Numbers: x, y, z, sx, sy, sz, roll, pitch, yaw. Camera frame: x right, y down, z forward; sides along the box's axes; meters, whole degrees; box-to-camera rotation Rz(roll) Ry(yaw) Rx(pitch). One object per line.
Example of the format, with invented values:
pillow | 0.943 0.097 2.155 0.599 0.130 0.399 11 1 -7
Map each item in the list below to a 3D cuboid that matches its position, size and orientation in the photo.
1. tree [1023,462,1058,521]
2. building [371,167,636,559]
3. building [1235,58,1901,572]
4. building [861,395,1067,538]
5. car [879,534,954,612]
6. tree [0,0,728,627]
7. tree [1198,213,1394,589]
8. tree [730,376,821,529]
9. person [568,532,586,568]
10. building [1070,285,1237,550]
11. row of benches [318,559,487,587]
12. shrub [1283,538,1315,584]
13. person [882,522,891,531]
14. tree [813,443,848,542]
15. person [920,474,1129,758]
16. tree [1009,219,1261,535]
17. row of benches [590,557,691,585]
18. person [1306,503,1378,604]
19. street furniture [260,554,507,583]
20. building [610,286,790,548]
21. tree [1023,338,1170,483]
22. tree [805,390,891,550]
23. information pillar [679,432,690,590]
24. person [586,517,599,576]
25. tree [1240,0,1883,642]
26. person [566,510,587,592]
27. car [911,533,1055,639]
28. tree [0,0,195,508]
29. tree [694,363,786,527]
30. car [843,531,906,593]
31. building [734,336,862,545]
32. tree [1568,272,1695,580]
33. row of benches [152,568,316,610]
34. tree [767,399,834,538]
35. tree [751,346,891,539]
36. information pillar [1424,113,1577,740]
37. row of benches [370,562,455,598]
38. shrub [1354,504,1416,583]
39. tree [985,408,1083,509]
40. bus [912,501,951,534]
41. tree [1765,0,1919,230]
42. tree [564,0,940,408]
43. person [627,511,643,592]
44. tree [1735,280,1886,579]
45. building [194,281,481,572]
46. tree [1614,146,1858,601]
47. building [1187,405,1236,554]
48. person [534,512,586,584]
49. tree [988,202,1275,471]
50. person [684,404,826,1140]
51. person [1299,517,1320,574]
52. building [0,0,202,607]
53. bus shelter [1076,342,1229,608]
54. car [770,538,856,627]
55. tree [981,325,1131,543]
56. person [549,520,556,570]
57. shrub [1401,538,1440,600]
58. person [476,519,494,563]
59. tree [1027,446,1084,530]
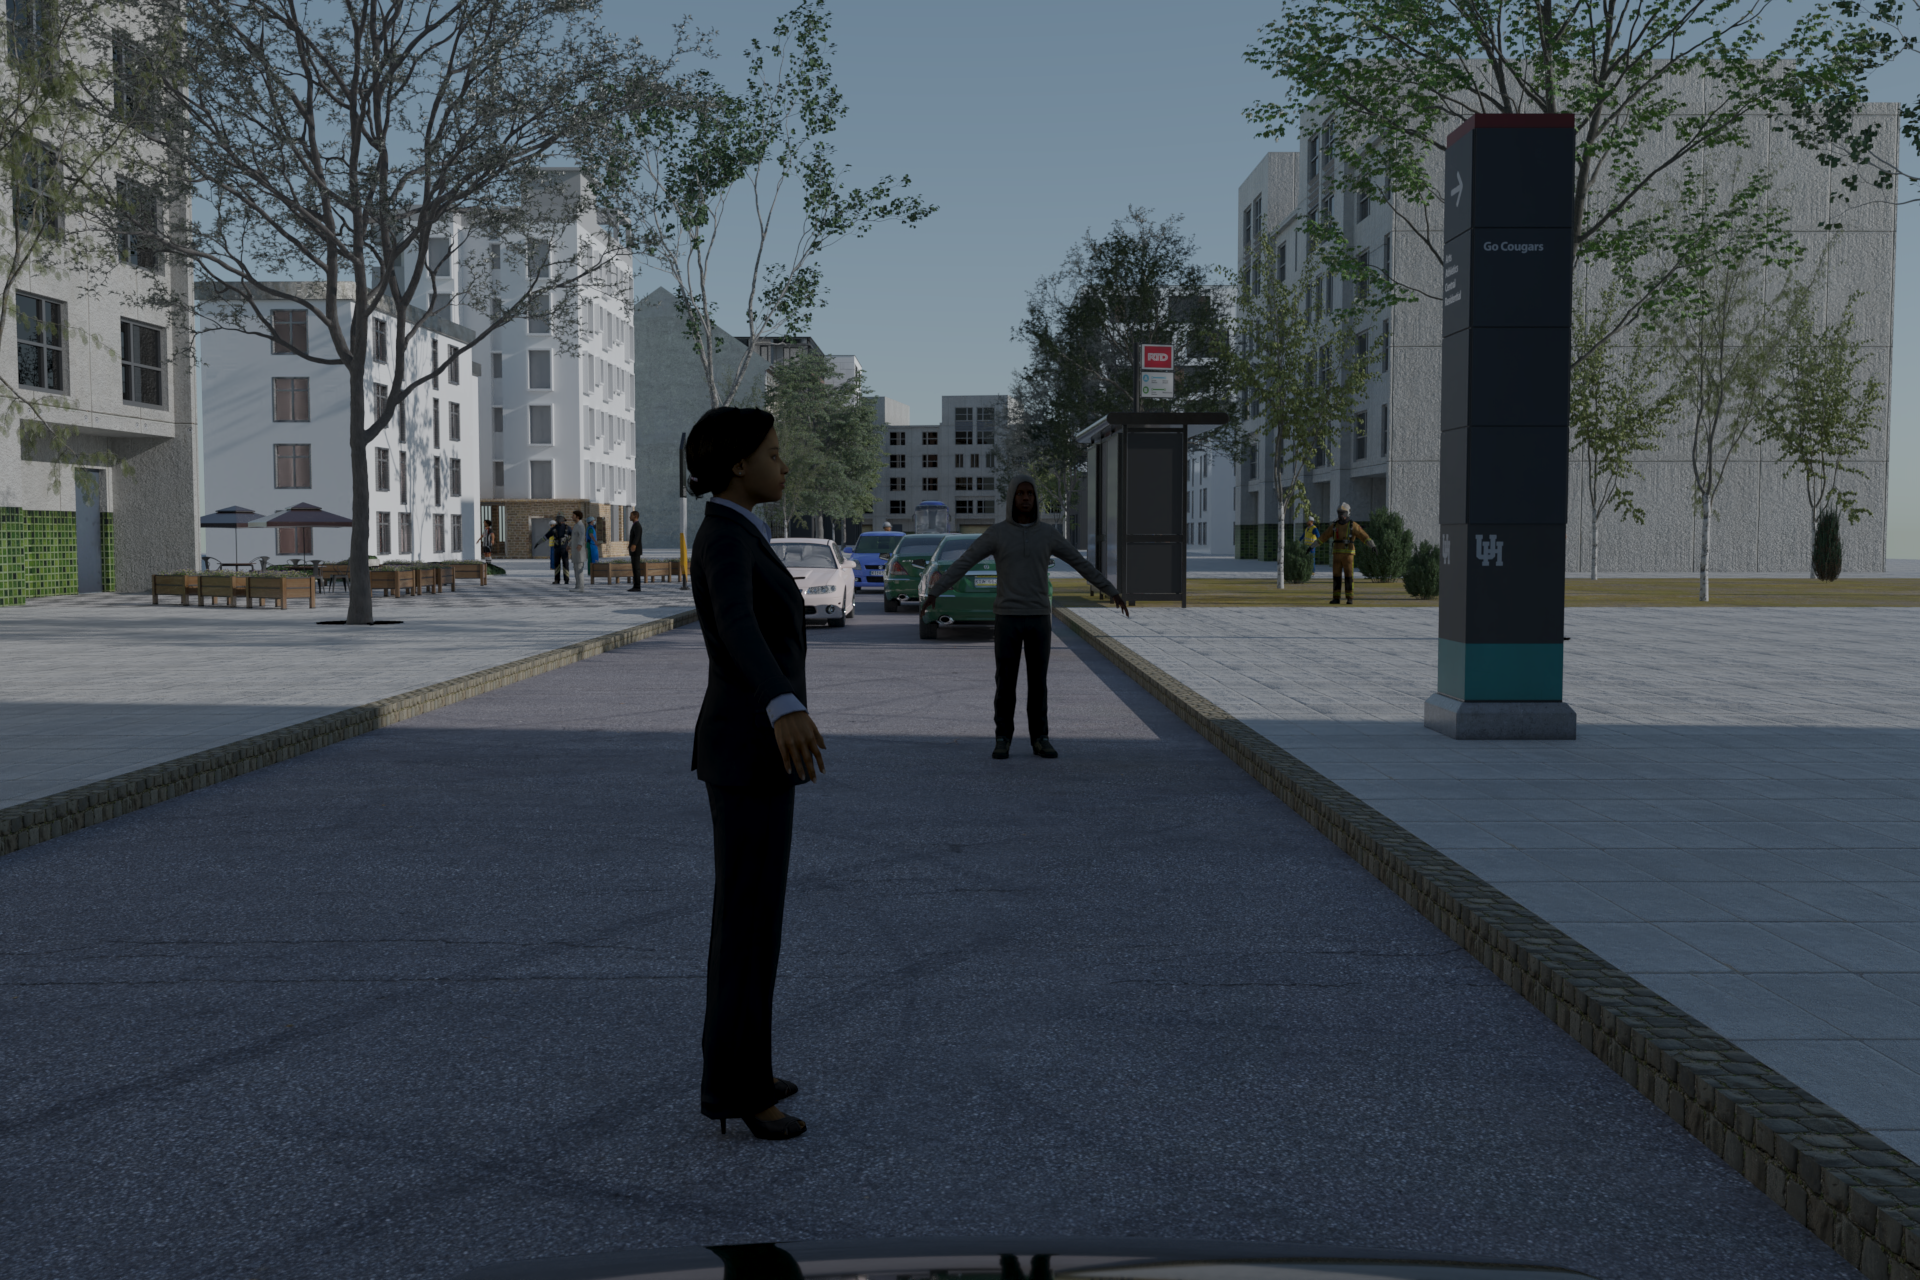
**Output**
tree | 6.207 -11.374 136.325 4.737 8.622 4.395 0 3 0
building | -24.434 -14.328 90.682 16.016 20.090 11.380 0 4 1
building | 22.633 -12.647 73.237 16.747 18.905 31.486 0 4 0
building | -0.984 -21.945 227.707 31.486 18.905 16.747 1 4 9
car | -0.510 -1.310 33.222 2.131 1.459 4.920 0 4 -1
tree | -8.432 -6.971 24.345 12.009 13.543 11.850 0 3 0
tree | 7.785 -5.514 40.514 4.737 8.622 4.395 0 3 0
tree | -9.344 -8.018 81.459 4.360 8.622 3.978 0 3 0
person | -14.482 -3.638 65.755 1.348 1.796 0.705 3 5 41
building | 23.796 -19.244 158.622 27.936 21.610 32.646 0 3 0
row of benches | -13.675 -1.675 42.842 4.104 0.672 1.422 0 4 -7
shrub | 8.680 -2.047 44.593 1.383 1.207 1.383 0 3 0
person | -1.951 -2.409 48.312 0.721 1.772 1.216 0 4 -3
tree | -9.275 -10.955 129.481 4.360 8.622 3.978 0 3 0
person | 0.407 -0.155 11.116 1.348 1.813 0.705 0 4 -7
tree | 5.500 -7.165 51.562 7.601 10.594 8.767 2 4 26
row of benches | -8.126 -1.842 45.579 1.422 0.672 4.104 2 4 29
person | 7.003 -1.585 31.677 1.354 1.858 0.705 2 4 31
street furniture | -16.487 -2.097 49.911 5.734 0.657 10.072 0 4 2
building | -26.351 -20.313 163.044 19.493 23.208 18.063 0 4 1
tree | 6.408 -8.829 78.772 8.767 10.594 7.601 2 4 32
tree | -9.296 -13.346 136.342 7.486 12.596 7.792 0 3 0
information pillar | -6.342 -2.957 39.700 0.183 3.616 0.504 0 3 0
person | -11.258 -2.868 53.016 0.704 1.817 1.347 -1 4 -19
tree | 6.888 -5.798 20.546 9.928 11.665 9.643 0 3 0
person | -8.501 -1.971 38.418 0.705 1.806 1.347 -1 4 -23
car | 0.343 -0.809 25.028 2.131 1.459 4.920 0 3 0
tree | -9.049 -3.953 14.986 4.360 8.622 3.978 0 3 0
tree | -9.426 -7.612 74.818 4.360 8.622 3.978 0 3 0
car | -1.899 -2.041 42.961 1.945 1.707 3.694 0 4 -1
building | -25.931 -21.500 195.506 27.936 21.610 32.646 0 3 0
tree | 17.957 -5.986 48.240 4.737 8.622 4.395 0 3 0
row of benches | -12.819 -0.925 30.581 4.104 0.672 1.422 2 4 35
tree | -9.752 -8.839 94.888 4.360 8.622 3.978 0 3 0
tree | -9.474 -12.818 116.230 9.857 13.997 8.962 0 3 0
information pillar | 3.466 -1.325 11.049 0.750 3.857 0.750 0 3 0
row of benches | -11.559 -1.289 36.532 1.422 0.672 4.104 0 3 0
shrub | 11.189 -2.544 45.640 1.661 2.075 1.752 0 3 0
tree | 5.625 -11.793 127.226 7.601 10.594 8.767 1 4 19
bus | -2.081 -8.586 131.929 2.896 3.916 12.251 0 3 0
tree | 23.725 -11.056 36.655 12.611 20.169 13.585 0 3 0
tree | -7.492 -12.547 61.036 12.611 20.169 13.585 0 3 0
person | -7.280 -1.986 38.701 0.704 1.802 1.346 -1 4 -14
tree | 24.460 -6.063 49.493 4.737 8.622 4.395 0 3 0
building | -24.537 -7.924 71.709 9.099 9.664 28.070 0 4 0
tree | 14.007 -5.049 32.920 4.360 8.622 3.978 0 3 0
building | 20.567 -10.340 111.206 9.099 9.664 28.070 0 3 0
person | -10.235 -2.363 44.414 1.354 1.856 0.705 0 4 6
tree | 6.572 -9.373 63.623 12.009 13.543 11.850 0 3 0
person | -0.444 0.303 4.223 0.721 1.740 1.216 -1 4 -9
person | 10.951 -2.956 54.302 0.705 1.833 1.349 -1 4 -21
building | -25.267 -9.533 22.328 16.747 18.905 31.486 0 3 0
bus shelter | 3.500 -3.452 34.064 2.179 5.291 8.768 0 4 -1
car | -2.707 -0.967 28.166 2.083 1.381 4.827 0 4 -1
tree | 6.160 -11.576 99.643 12.009 13.543 11.850 0 3 0
person | -14.426 -3.383 61.777 0.721 1.772 1.216 -2 4 -33
shrub | 9.124 -1.393 33.898 1.383 1.207 1.383 0 3 0
person | -17.559 -3.554 64.249 0.704 1.843 1.345 -3 5 -41
tree | 6.540 -10.177 116.760 4.737 8.622 4.395 0 3 0
